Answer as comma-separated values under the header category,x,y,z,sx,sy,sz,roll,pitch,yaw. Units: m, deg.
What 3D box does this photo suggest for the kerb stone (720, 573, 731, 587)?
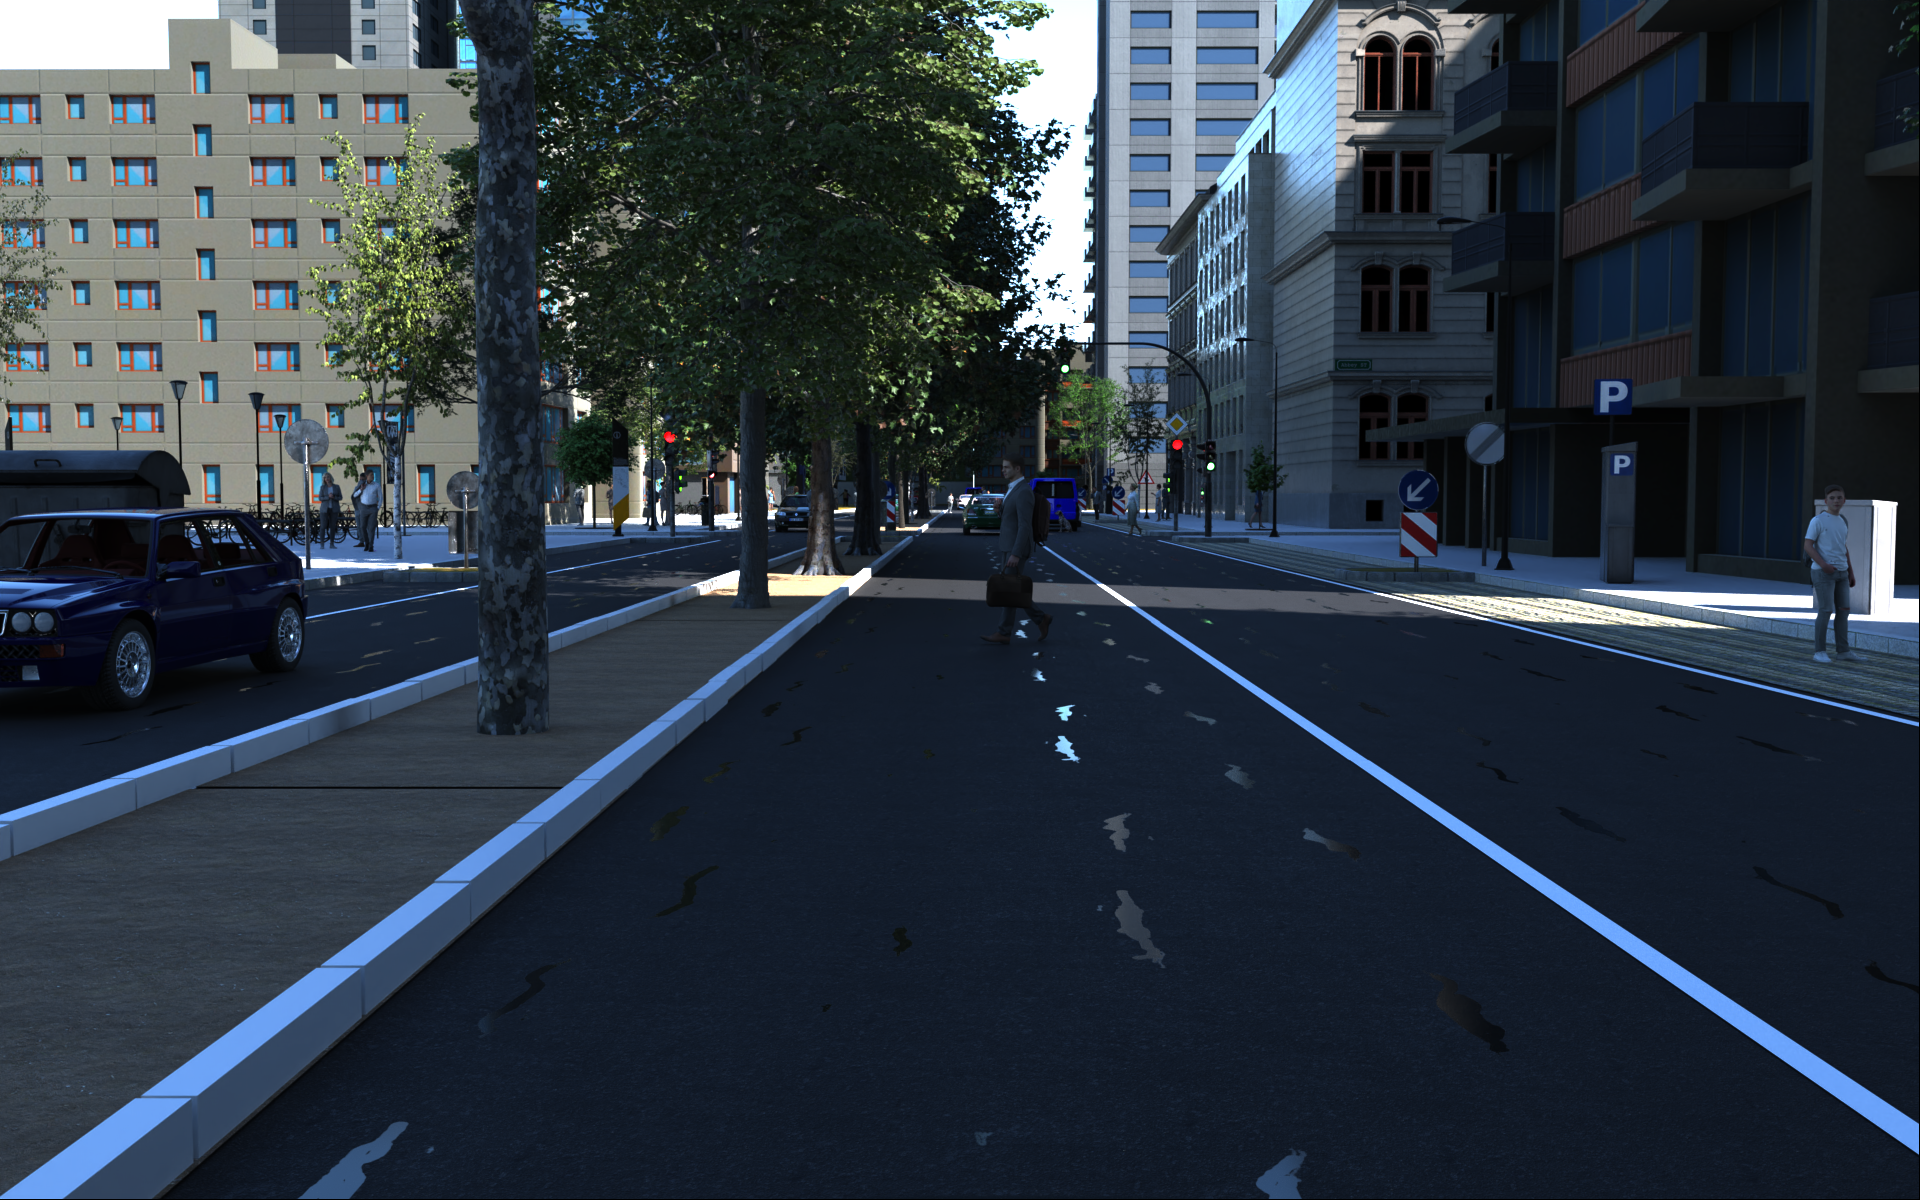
category,x,y,z,sx,sy,sz,roll,pitch,yaw
kerb stone,-3.700,-0.279,26.756,0.120,0.150,1.000,0,4,0

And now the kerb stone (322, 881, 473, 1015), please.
category,x,y,z,sx,sy,sz,roll,pitch,yaw
kerb stone,-1.682,1.041,5.227,0.120,0.150,1.000,0,4,0

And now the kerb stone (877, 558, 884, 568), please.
category,x,y,z,sx,sy,sz,roll,pitch,yaw
kerb stone,-1.578,-0.656,32.917,0.120,0.150,1.000,0,4,0

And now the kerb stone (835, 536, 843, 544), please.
category,x,y,z,sx,sy,sz,roll,pitch,yaw
kerb stone,-3.612,-1.785,51.379,0.120,0.150,1.000,0,4,0

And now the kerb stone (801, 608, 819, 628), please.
category,x,y,z,sx,sy,sz,roll,pitch,yaw
kerb stone,-1.638,0.226,18.565,0.120,0.150,1.000,0,4,0

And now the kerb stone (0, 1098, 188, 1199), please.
category,x,y,z,sx,sy,sz,roll,pitch,yaw
kerb stone,-1.692,1.163,3.181,0.120,0.150,1.000,0,4,0

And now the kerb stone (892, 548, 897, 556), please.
category,x,y,z,sx,sy,sz,roll,pitch,yaw
kerb stone,-1.556,-1.032,39.074,0.120,0.150,1.000,0,4,0

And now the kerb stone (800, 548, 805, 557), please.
category,x,y,z,sx,sy,sz,roll,pitch,yaw
kerb stone,-3.660,-1.031,39.046,0.120,0.150,1.000,0,4,0

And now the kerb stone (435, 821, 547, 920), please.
category,x,y,z,sx,sy,sz,roll,pitch,yaw
kerb stone,-1.681,0.975,6.249,0.120,0.150,1.000,0,4,0

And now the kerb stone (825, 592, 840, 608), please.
category,x,y,z,sx,sy,sz,roll,pitch,yaw
kerb stone,-1.633,0.038,21.635,0.120,0.150,1.000,0,4,0

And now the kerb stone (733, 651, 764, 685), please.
category,x,y,z,sx,sy,sz,roll,pitch,yaw
kerb stone,-1.657,0.537,13.415,0.120,0.150,1.000,0,4,0

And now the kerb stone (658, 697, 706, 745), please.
category,x,y,z,sx,sy,sz,roll,pitch,yaw
kerb stone,-1.668,0.729,10.341,0.120,0.150,1.000,0,4,0

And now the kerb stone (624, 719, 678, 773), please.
category,x,y,z,sx,sy,sz,roll,pitch,yaw
kerb stone,-1.675,0.793,9.315,0.120,0.150,1.000,0,4,0

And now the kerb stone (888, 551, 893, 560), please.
category,x,y,z,sx,sy,sz,roll,pitch,yaw
kerb stone,-1.559,-0.907,37.025,0.120,0.150,1.000,0,4,0

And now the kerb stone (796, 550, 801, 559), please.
category,x,y,z,sx,sy,sz,roll,pitch,yaw
kerb stone,-3.662,-0.968,38.024,0.120,0.150,1.000,0,4,0

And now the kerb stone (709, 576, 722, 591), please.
category,x,y,z,sx,sy,sz,roll,pitch,yaw
kerb stone,-3.707,-0.215,25.729,0.120,0.150,1.000,0,4,0

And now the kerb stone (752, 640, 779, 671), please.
category,x,y,z,sx,sy,sz,roll,pitch,yaw
kerb stone,-1.644,0.474,14.445,0.120,0.150,1.000,0,4,0

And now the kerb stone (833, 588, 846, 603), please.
category,x,y,z,sx,sy,sz,roll,pitch,yaw
kerb stone,-1.618,-0.028,22.657,0.120,0.150,1.000,0,4,0

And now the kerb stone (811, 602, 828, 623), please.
category,x,y,z,sx,sy,sz,roll,pitch,yaw
kerb stone,-1.623,0.160,19.587,0.120,0.150,1.000,0,4,0

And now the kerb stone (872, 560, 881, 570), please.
category,x,y,z,sx,sy,sz,roll,pitch,yaw
kerb stone,-1.579,-0.591,31.891,0.120,0.150,1.000,0,4,0

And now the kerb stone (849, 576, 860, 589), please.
category,x,y,z,sx,sy,sz,roll,pitch,yaw
kerb stone,-1.608,-0.217,25.736,0.120,0.150,1.000,0,4,0

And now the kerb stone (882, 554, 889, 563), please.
category,x,y,z,sx,sy,sz,roll,pitch,yaw
kerb stone,-1.569,-0.779,34.973,0.120,0.150,1.000,0,4,0

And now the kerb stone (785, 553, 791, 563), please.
category,x,y,z,sx,sy,sz,roll,pitch,yaw
kerb stone,-3.667,-0.839,35.979,0.120,0.150,1.000,0,4,0

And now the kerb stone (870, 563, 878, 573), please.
category,x,y,z,sx,sy,sz,roll,pitch,yaw
kerb stone,-1.594,-0.525,30.858,0.120,0.150,1.000,0,4,0

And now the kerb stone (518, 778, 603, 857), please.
category,x,y,z,sx,sy,sz,roll,pitch,yaw
kerb stone,-1.675,0.913,7.271,0.120,0.150,1.000,0,4,0

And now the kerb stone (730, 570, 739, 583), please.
category,x,y,z,sx,sy,sz,roll,pitch,yaw
kerb stone,-3.700,-0.342,27.782,0.120,0.150,1.000,0,4,0

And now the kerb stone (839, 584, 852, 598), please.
category,x,y,z,sx,sy,sz,roll,pitch,yaw
kerb stone,-1.606,-0.085,23.686,0.120,0.150,1.000,0,4,0

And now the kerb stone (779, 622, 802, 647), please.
category,x,y,z,sx,sy,sz,roll,pitch,yaw
kerb stone,-1.642,0.348,16.511,0.120,0.150,1.000,0,4,0

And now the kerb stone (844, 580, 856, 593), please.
category,x,y,z,sx,sy,sz,roll,pitch,yaw
kerb stone,-1.607,-0.153,24.707,0.120,0.150,1.000,0,4,0

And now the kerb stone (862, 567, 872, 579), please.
category,x,y,z,sx,sy,sz,roll,pitch,yaw
kerb stone,-1.592,-0.405,28.814,0.120,0.150,1.000,0,4,0

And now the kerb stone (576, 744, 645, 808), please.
category,x,y,z,sx,sy,sz,roll,pitch,yaw
kerb stone,-1.675,0.850,8.293,0.120,0.150,1.000,0,4,0

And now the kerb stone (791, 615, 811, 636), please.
category,x,y,z,sx,sy,sz,roll,pitch,yaw
kerb stone,-1.639,0.285,17.533,0.120,0.150,1.000,0,4,0

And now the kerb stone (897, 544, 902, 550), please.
category,x,y,z,sx,sy,sz,roll,pitch,yaw
kerb stone,-1.545,-1.220,42.147,0.120,0.150,1.000,0,4,0

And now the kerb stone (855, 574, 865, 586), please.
category,x,y,z,sx,sy,sz,roll,pitch,yaw
kerb stone,-1.603,-0.271,26.764,0.120,0.150,1.000,0,4,0

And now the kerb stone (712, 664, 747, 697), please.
category,x,y,z,sx,sy,sz,roll,pitch,yaw
kerb stone,-1.666,0.600,12.393,0.120,0.150,1.000,0,4,0

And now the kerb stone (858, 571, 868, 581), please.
category,x,y,z,sx,sy,sz,roll,pitch,yaw
kerb stone,-1.602,-0.333,27.786,0.120,0.150,1.000,0,4,0

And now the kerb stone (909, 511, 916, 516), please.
category,x,y,z,sx,sy,sz,roll,pitch,yaw
kerb stone,-3.345,-6.081,121.613,0.120,0.150,1.000,0,4,0

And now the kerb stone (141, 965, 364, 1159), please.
category,x,y,z,sx,sy,sz,roll,pitch,yaw
kerb stone,-1.688,1.103,4.203,0.120,0.150,1.000,0,4,0

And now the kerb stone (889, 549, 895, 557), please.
category,x,y,z,sx,sy,sz,roll,pitch,yaw
kerb stone,-1.556,-0.969,38.052,0.120,0.150,1.000,0,4,0

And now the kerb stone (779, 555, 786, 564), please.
category,x,y,z,sx,sy,sz,roll,pitch,yaw
kerb stone,-3.671,-0.776,34.953,0.120,0.150,1.000,0,4,0

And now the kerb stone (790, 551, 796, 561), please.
category,x,y,z,sx,sy,sz,roll,pitch,yaw
kerb stone,-3.659,-0.905,37.001,0.120,0.150,1.000,0,4,0

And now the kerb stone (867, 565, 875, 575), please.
category,x,y,z,sx,sy,sz,roll,pitch,yaw
kerb stone,-1.598,-0.467,29.836,0.120,0.150,1.000,0,4,0

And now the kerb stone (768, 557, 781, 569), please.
category,x,y,z,sx,sy,sz,roll,pitch,yaw
kerb stone,-3.677,-0.718,33.930,0.120,0.150,1.000,0,4,0

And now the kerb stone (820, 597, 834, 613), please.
category,x,y,z,sx,sy,sz,roll,pitch,yaw
kerb stone,-1.627,0.105,20.609,0.120,0.150,1.000,0,4,0

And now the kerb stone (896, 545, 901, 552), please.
category,x,y,z,sx,sy,sz,roll,pitch,yaw
kerb stone,-1.551,-1.158,41.124,0.120,0.150,1.000,0,4,0

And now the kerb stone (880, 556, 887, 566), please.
category,x,y,z,sx,sy,sz,roll,pitch,yaw
kerb stone,-1.572,-0.718,33.949,0.120,0.150,1.000,0,4,0

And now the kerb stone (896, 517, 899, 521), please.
category,x,y,z,sx,sy,sz,roll,pitch,yaw
kerb stone,-3.431,-4.637,98.031,0.120,0.150,1.000,0,4,0

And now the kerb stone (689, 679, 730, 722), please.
category,x,y,z,sx,sy,sz,roll,pitch,yaw
kerb stone,-1.654,0.662,11.372,0.120,0.150,1.000,0,4,0

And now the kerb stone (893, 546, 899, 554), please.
category,x,y,z,sx,sy,sz,roll,pitch,yaw
kerb stone,-1.551,-1.091,40.098,0.120,0.150,1.000,0,4,0

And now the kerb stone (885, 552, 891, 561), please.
category,x,y,z,sx,sy,sz,roll,pitch,yaw
kerb stone,-1.564,-0.844,36.003,0.120,0.150,1.000,0,4,0

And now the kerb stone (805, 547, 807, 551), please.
category,x,y,z,sx,sy,sz,roll,pitch,yaw
kerb stone,-3.645,-1.093,40.068,0.120,0.150,1.000,0,4,0

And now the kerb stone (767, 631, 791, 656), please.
category,x,y,z,sx,sy,sz,roll,pitch,yaw
kerb stone,-1.645,0.410,15.488,0.120,0.150,1.000,0,4,0
